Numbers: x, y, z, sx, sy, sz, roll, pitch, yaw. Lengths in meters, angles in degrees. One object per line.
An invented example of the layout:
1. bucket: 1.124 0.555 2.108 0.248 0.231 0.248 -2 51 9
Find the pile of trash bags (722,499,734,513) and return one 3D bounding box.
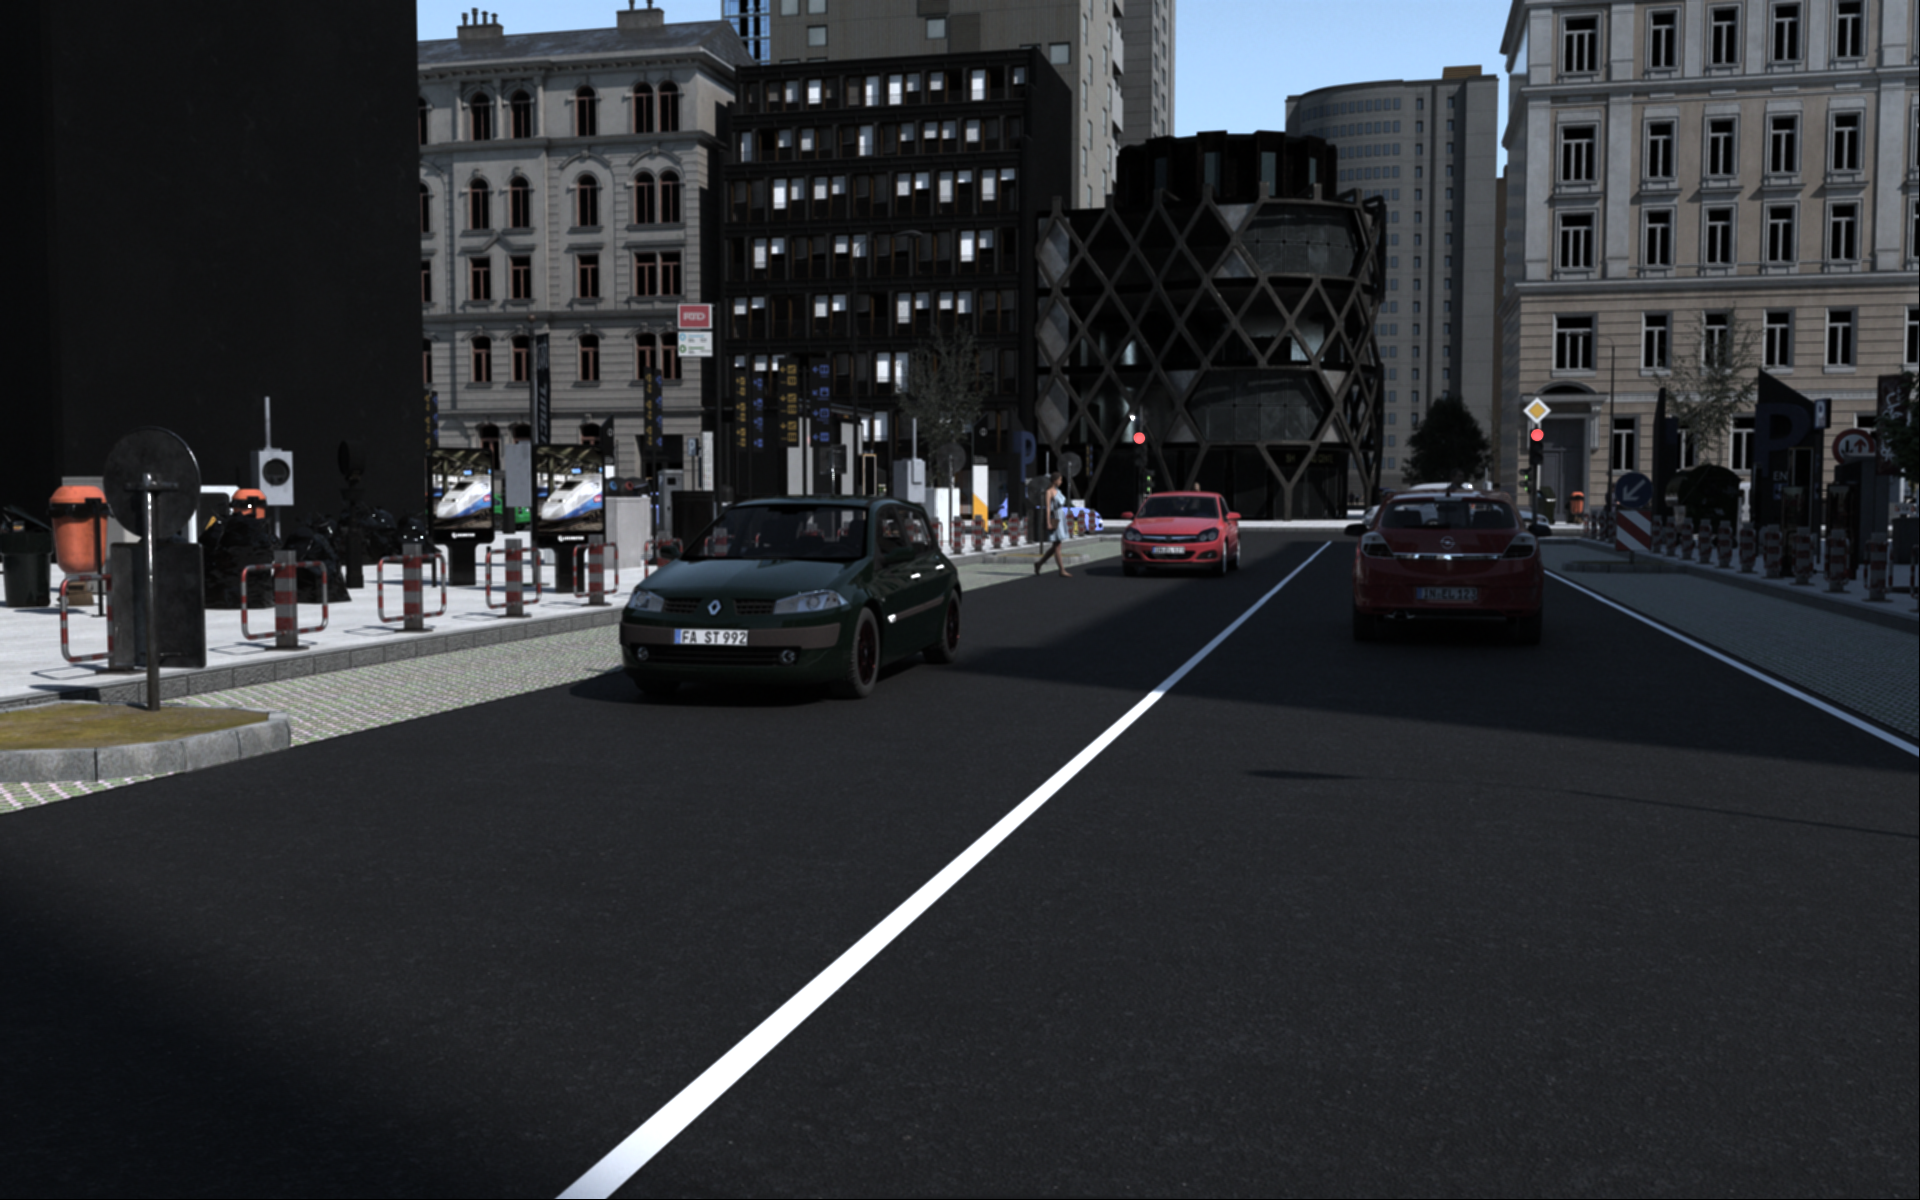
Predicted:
1. pile of trash bags: -18.238 -7.226 127.900 1.912 1.369 3.447 1 4 17

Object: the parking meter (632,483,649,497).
1. parking meter: -7.435 -1.955 40.376 0.372 1.533 0.369 0 3 0

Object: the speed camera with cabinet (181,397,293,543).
1. speed camera with cabinet: -14.505 -2.472 34.749 2.038 3.252 0.660 -3 5 -40

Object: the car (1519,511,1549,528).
1. car: 16.274 -2.617 54.793 4.499 1.417 2.014 1 4 13

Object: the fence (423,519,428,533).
1. fence: -12.919 -1.692 43.041 0.278 0.683 2.069 0 4 7

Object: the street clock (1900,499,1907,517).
1. street clock: 35.223 -3.672 64.604 0.358 2.002 0.471 -1 4 -15

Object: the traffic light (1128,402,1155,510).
1. traffic light: 5.527 -3.913 52.891 0.839 4.253 0.868 1 4 14

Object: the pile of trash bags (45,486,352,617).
1. pile of trash bags: -8.672 -0.596 19.503 1.912 1.369 3.447 1 4 23

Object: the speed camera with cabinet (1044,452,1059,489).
1. speed camera with cabinet: 4.314 -5.272 80.533 0.660 3.252 2.038 0 4 -3

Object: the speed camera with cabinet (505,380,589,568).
1. speed camera with cabinet: -7.244 -2.232 30.833 0.660 3.252 2.038 1 4 23

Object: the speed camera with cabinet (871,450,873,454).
1. speed camera with cabinet: -4.230 -5.094 77.624 0.660 3.252 2.038 -1 4 -11

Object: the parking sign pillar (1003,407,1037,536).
1. parking sign pillar: 1.936 -4.004 53.934 1.447 3.967 1.447 2 4 27

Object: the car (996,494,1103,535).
1. car: 3.062 -3.056 59.554 3.694 1.707 1.945 1 4 15

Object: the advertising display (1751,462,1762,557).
1. advertising display: 16.430 -1.867 35.734 0.123 1.923 0.974 1 4 21

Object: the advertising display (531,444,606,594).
1. advertising display: -5.054 -1.051 22.392 0.974 1.923 0.123 -3 4 -36

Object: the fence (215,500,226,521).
1. fence: -10.756 -0.858 25.236 0.480 1.192 2.264 -1 4 -20

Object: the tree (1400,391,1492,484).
1. tree: 54.708 -16.928 193.787 9.611 12.733 9.660 0 3 0

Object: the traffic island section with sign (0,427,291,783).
1. traffic island section with sign: -4.846 -0.053 9.498 1.989 1.847 2.006 1 4 14

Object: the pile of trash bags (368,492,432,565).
1. pile of trash bags: -11.465 -1.327 31.457 3.447 1.369 1.912 -3 5 -42

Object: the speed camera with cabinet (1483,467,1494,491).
1. speed camera with cabinet: 39.285 -8.149 127.565 0.660 3.252 2.038 -1 4 -15

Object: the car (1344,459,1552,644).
1. car: 5.113 -0.560 18.204 2.155 1.783 4.494 1 4 15

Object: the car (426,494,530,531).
1. car: -18.656 -3.543 66.727 4.718 1.807 1.959 1 4 12

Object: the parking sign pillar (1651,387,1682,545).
1. parking sign pillar: 18.055 -3.423 44.446 1.447 3.967 1.447 1 4 16

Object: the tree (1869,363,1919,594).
1. tree: 12.760 -1.702 22.430 1.663 3.219 1.824 0 3 0

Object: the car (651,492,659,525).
1. car: -11.411 -3.588 68.256 3.694 1.707 1.945 1 4 12

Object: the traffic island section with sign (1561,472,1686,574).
1. traffic island section with sign: 12.243 -1.433 32.061 1.989 1.847 2.006 1 4 14

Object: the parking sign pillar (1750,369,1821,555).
1. parking sign pillar: 17.615 -2.964 36.928 1.447 3.967 1.447 3 5 45

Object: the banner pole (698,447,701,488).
1. banner pole: -11.852 -5.569 81.068 0.863 3.779 0.401 -2 4 -24

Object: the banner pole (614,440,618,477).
1. banner pole: -15.849 -5.469 79.432 0.401 3.779 0.863 2 4 26

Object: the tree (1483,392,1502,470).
1. tree: 35.965 -9.864 111.634 4.360 8.622 3.978 0 3 0

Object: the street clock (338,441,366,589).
1. street clock: -8.246 -1.160 23.530 0.358 2.002 0.471 -3 4 -38

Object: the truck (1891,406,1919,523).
1. truck: 34.963 -3.918 52.965 11.283 4.237 2.839 1 4 14

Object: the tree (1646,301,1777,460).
1. tree: 28.552 -7.060 65.799 4.360 8.622 3.978 0 3 0

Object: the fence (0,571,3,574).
1. fence: -15.199 -0.949 26.718 0.480 1.192 2.264 -1 4 -15

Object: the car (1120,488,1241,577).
1. car: 4.062 -1.374 31.507 2.155 1.783 4.494 1 4 14

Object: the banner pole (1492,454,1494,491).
1. banner pole: 33.048 -7.178 107.385 0.401 3.779 0.863 1 4 10

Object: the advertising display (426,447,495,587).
1. advertising display: -6.938 -1.155 24.091 0.123 1.923 0.974 3 5 44

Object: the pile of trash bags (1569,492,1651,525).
1. pile of trash bags: 27.144 -3.816 72.148 3.447 1.369 1.912 0 4 6

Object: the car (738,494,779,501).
1. car: -6.170 -3.165 61.541 4.222 1.686 2.009 1 4 12

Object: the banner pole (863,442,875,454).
1. banner pole: -4.409 -5.754 84.089 0.863 3.779 0.401 1 4 17

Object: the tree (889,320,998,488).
1. tree: -0.543 -7.495 72.908 4.360 8.622 3.978 0 3 0

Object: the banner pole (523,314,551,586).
1. banner pole: -5.821 -2.078 23.984 0.401 3.779 0.863 -2 4 -35

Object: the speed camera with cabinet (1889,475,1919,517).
1. speed camera with cabinet: 25.555 -3.174 46.238 2.038 3.252 0.660 3 5 40

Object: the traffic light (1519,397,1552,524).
1. traffic light: 16.663 -3.747 50.185 0.839 4.253 0.868 1 4 14

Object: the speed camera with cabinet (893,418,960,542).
1. speed camera with cabinet: -0.878 -3.157 45.957 0.660 3.252 2.038 3 5 42

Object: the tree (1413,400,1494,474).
1. tree: 49.274 -14.454 170.732 8.767 10.594 7.601 -2 4 -30

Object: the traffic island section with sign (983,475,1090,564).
1. traffic island section with sign: 1.660 -1.676 36.033 1.989 1.847 2.006 1 4 14

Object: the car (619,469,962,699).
1. car: -1.185 -0.228 13.507 2.009 1.686 4.222 1 4 13
